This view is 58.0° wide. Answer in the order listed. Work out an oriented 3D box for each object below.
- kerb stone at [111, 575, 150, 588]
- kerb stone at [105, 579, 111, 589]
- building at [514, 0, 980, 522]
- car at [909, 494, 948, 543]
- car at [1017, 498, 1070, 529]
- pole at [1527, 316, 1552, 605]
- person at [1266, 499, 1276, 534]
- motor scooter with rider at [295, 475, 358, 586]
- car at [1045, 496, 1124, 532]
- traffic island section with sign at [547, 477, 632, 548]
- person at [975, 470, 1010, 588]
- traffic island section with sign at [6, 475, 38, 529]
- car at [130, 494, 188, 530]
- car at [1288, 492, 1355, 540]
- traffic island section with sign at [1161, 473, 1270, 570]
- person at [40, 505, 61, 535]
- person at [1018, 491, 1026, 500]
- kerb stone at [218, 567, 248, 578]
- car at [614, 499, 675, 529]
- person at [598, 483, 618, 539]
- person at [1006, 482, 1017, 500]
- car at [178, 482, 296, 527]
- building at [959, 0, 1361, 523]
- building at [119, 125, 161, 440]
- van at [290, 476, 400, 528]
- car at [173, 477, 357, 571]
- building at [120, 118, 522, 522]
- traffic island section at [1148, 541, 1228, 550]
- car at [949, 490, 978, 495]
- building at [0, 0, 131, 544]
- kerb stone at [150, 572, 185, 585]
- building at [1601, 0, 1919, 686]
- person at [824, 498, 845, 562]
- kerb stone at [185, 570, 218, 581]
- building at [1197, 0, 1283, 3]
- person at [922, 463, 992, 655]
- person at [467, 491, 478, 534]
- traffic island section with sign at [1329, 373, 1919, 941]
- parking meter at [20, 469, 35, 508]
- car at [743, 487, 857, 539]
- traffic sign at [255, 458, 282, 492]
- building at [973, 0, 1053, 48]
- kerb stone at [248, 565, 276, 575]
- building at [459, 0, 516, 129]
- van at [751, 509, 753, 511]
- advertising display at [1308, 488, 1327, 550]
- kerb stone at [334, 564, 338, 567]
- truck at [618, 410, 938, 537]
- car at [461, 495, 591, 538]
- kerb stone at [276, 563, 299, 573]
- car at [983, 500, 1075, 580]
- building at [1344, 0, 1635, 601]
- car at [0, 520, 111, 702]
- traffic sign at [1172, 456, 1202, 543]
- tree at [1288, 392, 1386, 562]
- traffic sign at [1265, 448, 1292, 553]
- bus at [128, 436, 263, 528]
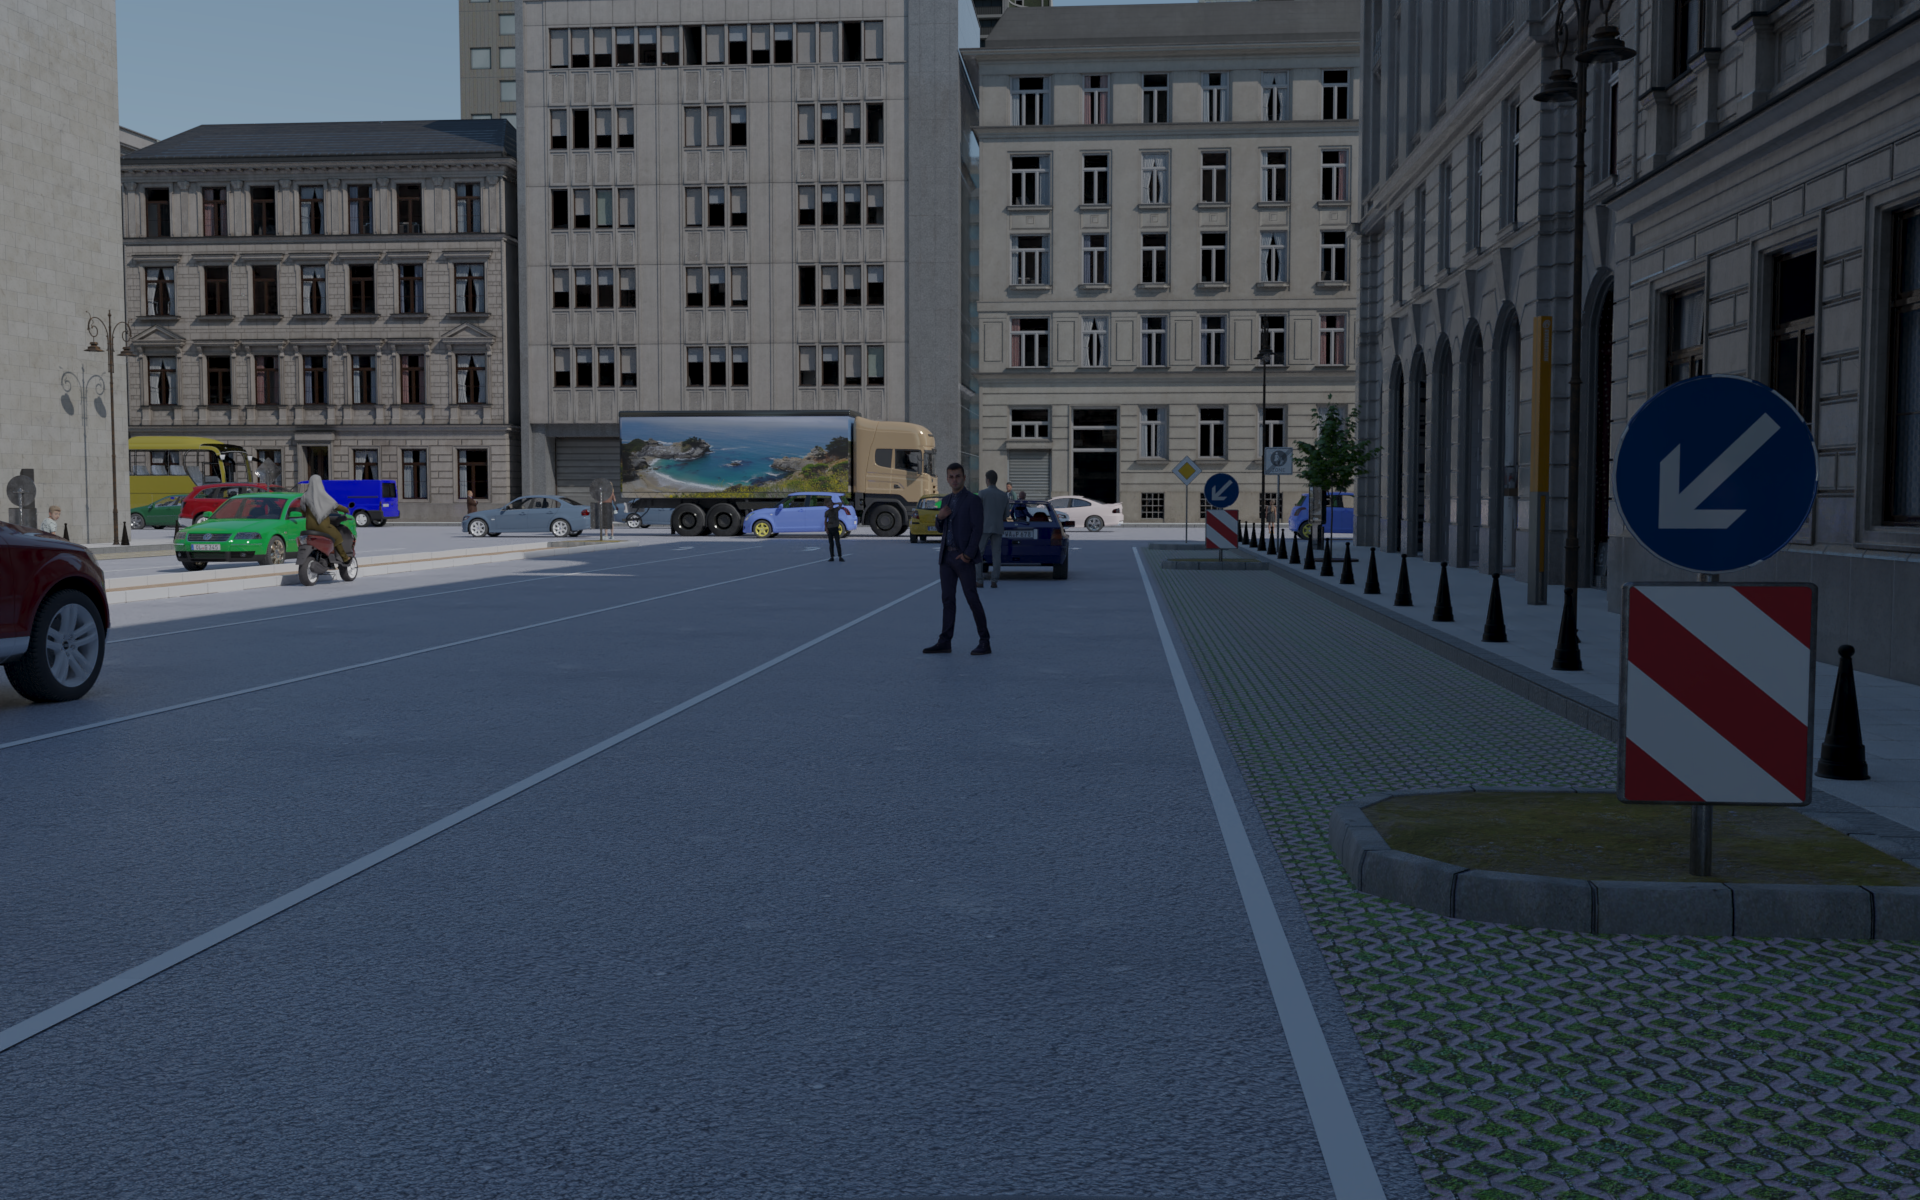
[{"bbox_3d":[-12.818,-0.269,26.589,0.120,0.150,1.000,0,4,5],"label":"kerb stone"},{"bbox_3d":[-12.915,-0.206,25.568,0.120,0.150,1.000,0,4,5],"label":"kerb stone"},{"bbox_3d":[-9.433,-16.205,82.974,19.932,24.808,12.078,0,4,5],"label":"building"},{"bbox_3d":[-0.502,-2.551,51.929,2.015,1.641,3.980,0,4,5],"label":"car"},{"bbox_3d":[1.732,-3.095,62.608,4.499,1.417,2.014,0,4,6],"label":"car"},{"bbox_3d":[6.687,-1.598,19.966,0.158,3.312,0.155,0,3,0],"label":"pole"},{"bbox_3d":[11.229,-3.020,62.549,0.362,1.253,0.373,1,4,15],"label":"person"},{"bbox_3d":[-10.062,-1.139,27.594,0.876,1.779,1.986,0,4,5],"label":"motor scooter with rider"},{"bbox_3d":[3.797,-3.271,65.843,4.827,1.381,2.083,0,4,6],"label":"car"},{"bbox_3d":[-9.922,-2.377,47.005,2.006,1.907,1.989,0,4,5],"label":"traffic island section with sign"},{"bbox_3d":[0.430,-1.093,26.564,0.606,1.804,0.583,-2,4,-29],"label":"person"},{"bbox_3d":[-19.722,-1.658,35.735,1.989,1.847,2.006,0,4,5],"label":"traffic island section with sign"},{"bbox_3d":[-31.627,-3.583,70.375,4.920,1.459,2.131,0,4,5],"label":"car"},{"bbox_3d":[12.223,-2.747,54.498,3.694,1.707,1.945,0,4,5],"label":"car"},{"bbox_3d":[4.883,-1.513,33.363,1.989,1.847,2.006,0,4,5],"label":"traffic island section with sign"},{"bbox_3d":[-14.424,-0.874,27.471,0.352,1.250,0.332,-1,4,-16],"label":"person"},{"bbox_3d":[1.476,-1.742,39.683,0.600,1.496,0.574,-1,4,-9],"label":"person"},{"bbox_3d":[-12.539,-0.455,29.655,0.120,0.150,1.000,0,4,5],"label":"kerb stone"},{"bbox_3d":[-12.183,-3.697,72.441,4.499,1.417,2.014,0,4,6],"label":"car"},{"bbox_3d":[-11.195,-2.849,55.060,0.573,1.828,0.580,1,4,9],"label":"person"},{"bbox_3d":[1.639,-2.928,56.360,0.713,1.824,0.794,-1,4,-19],"label":"person"},{"bbox_3d":[-23.059,-2.977,57.346,5.304,1.827,2.281,0,4,5],"label":"car"},{"bbox_3d":[15.642,-15.260,82.790,30.059,22.955,16.112,0,4,5],"label":"building"},{"bbox_3d":[-50.417,-15.070,88.197,24.055,21.916,13.314,0,4,5],"label":"building"},{"bbox_3d":[-27.137,-4.322,75.049,5.245,2.365,2.240,0,4,5],"label":"van"},{"bbox_3d":[-13.377,-1.513,33.533,1.959,1.807,4.718,0,4,6],"label":"car"},{"bbox_3d":[-29.086,-13.389,83.533,19.286,19.102,10.561,0,4,5],"label":"building"},{"bbox_3d":[5.947,-1.411,45.343,2.009,0.180,2.903,0,4,5],"label":"traffic island section"},{"bbox_3d":[0.772,-3.808,71.052,4.718,1.807,1.959,0,4,3],"label":"car"},{"bbox_3d":[-31.135,-11.426,41.561,16.860,20.320,10.420,0,4,5],"label":"building"},{"bbox_3d":[-12.728,-0.331,27.611,0.120,0.150,1.000,0,4,5],"label":"kerb stone"},{"bbox_3d":[10.948,-8.823,8.886,10.561,19.102,19.286,0,4,5],"label":"building"},{"bbox_3d":[-2.668,-1.491,36.785,0.435,1.345,0.340,0,4,-5],"label":"person"},{"bbox_3d":[-12.632,-0.394,28.633,0.120,0.150,1.000,0,4,5],"label":"kerb stone"},{"bbox_3d":[34.012,-53.310,184.295,22.319,86.520,31.000,0,4,5],"label":"building"},{"bbox_3d":[-0.020,-0.373,15.520,0.530,1.710,0.541,-2,4,-34],"label":"person"},{"bbox_3d":[-17.352,-3.112,61.659,0.388,1.546,0.482,0,4,-8],"label":"person"},{"bbox_3d":[2.460,0.129,6.517,1.989,1.847,2.006,0,4,5],"label":"traffic island section with sign"},{"bbox_3d":[-21.413,-2.085,39.795,0.255,1.863,0.399,-2,4,-35],"label":"parking meter"},{"bbox_3d":[-5.202,-2.858,56.324,3.694,1.707,1.945,0,4,4],"label":"car"},{"bbox_3d":[-18.970,-2.684,47.519,0.795,2.450,0.064,0,4,5],"label":"traffic sign"},{"bbox_3d":[2.589,-49.319,244.610,20.611,71.187,20.563,0,4,5],"label":"building"},{"bbox_3d":[-12.459,-0.518,30.681,0.120,0.150,1.000,0,4,5],"label":"kerb stone"},{"bbox_3d":[-26.941,-34.643,155.659,28.713,52.752,27.495,0,4,5],"label":"building"},{"bbox_3d":[-7.545,-3.728,67.966,4.112,2.044,2.013,0,4,4],"label":"van"},{"bbox_3d":[8.233,-2.121,39.886,0.123,1.923,0.974,0,4,-6],"label":"advertising display"},{"bbox_3d":[-12.177,-0.706,33.746,0.120,0.150,1.000,0,4,5],"label":"kerb stone"},{"bbox_3d":[-5.760,-4.279,58.872,11.283,4.237,2.839,0,4,6],"label":"truck"},{"bbox_3d":[-14.329,-2.797,57.733,4.499,1.417,2.014,0,4,3],"label":"car"},{"bbox_3d":[-12.363,-0.581,31.703,0.120,0.150,1.000,0,4,5],"label":"kerb stone"},{"bbox_3d":[1.048,-1.091,30.413,1.945,1.354,3.894,0,4,4],"label":"car"},{"bbox_3d":[14.605,-11.542,30.515,13.314,21.916,24.055,0,4,5],"label":"building"},{"bbox_3d":[-7.317,-0.109,10.449,2.281,1.827,5.304,0,4,7],"label":"car"},{"bbox_3d":[5.923,-2.546,45.268,0.795,2.450,0.064,0,4,5],"label":"traffic sign"},{"bbox_3d":[7.041,-2.350,33.025,1.663,3.219,1.824,0,3,0],"label":"tree"},{"bbox_3d":[6.969,-2.189,37.917,0.606,2.300,0.079,1,4,11],"label":"traffic sign"},{"bbox_3d":[-36.436,-5.070,74.443,12.252,3.916,2.896,0,4,3],"label":"bus"}]
